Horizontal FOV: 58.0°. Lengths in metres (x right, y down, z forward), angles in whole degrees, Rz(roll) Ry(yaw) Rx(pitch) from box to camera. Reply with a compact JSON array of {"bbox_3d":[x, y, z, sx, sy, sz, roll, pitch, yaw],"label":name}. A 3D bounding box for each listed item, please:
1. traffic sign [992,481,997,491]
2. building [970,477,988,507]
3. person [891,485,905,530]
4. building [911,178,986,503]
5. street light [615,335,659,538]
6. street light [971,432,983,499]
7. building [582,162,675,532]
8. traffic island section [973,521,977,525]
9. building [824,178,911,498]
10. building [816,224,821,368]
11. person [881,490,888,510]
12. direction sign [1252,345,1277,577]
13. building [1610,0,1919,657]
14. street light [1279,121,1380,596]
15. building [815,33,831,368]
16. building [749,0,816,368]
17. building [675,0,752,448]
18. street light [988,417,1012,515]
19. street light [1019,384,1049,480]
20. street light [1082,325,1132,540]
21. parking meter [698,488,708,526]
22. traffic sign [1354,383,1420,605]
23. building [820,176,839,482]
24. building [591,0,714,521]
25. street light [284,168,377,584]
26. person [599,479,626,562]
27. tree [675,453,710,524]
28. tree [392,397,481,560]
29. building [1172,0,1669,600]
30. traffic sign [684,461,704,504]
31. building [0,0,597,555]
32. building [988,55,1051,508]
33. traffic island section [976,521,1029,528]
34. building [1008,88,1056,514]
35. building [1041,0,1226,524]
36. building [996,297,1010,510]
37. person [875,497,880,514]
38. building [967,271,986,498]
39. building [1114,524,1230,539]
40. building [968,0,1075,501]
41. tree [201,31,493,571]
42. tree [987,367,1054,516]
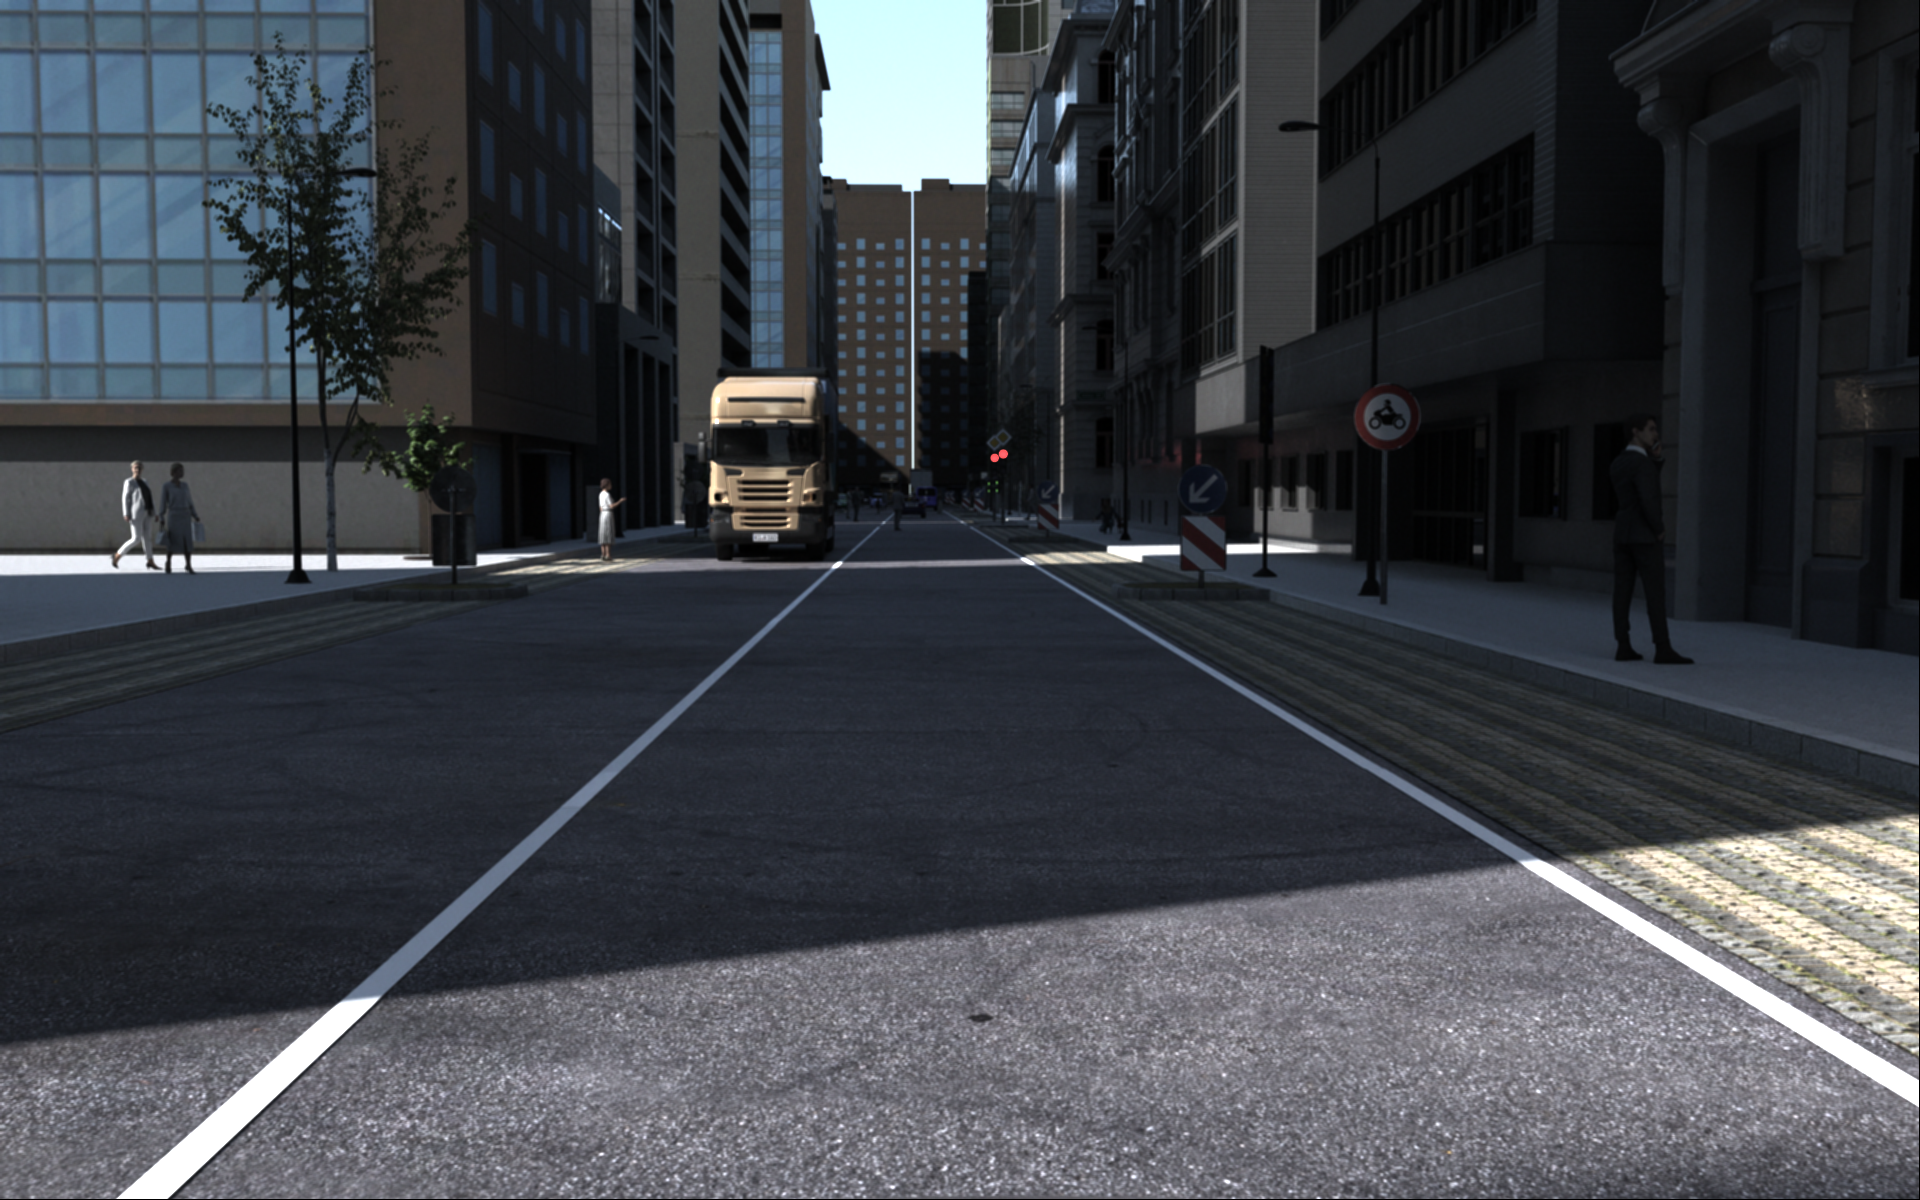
[{"bbox_3d":[2.379,-7.014,116.813,0.606,2.300,0.079,0,3,0],"label":"traffic sign"},{"bbox_3d":[17.296,-30.132,184.540,32.217,40.220,23.993,0,4,-1],"label":"building"},{"bbox_3d":[-2.397,-3.658,68.512,0.606,1.804,0.583,2,4,25],"label":"person"},{"bbox_3d":[0.430,-36.596,248.462,14.200,45.320,14.600,0,4,-1],"label":"building"},{"bbox_3d":[-9.497,-4.786,50.799,1.470,5.913,1.316,0,4,-1],"label":"street light"},{"bbox_3d":[1.804,-9.662,130.509,1.470,5.913,1.316,0,4,-1],"label":"street light"},{"bbox_3d":[-27.029,-45.560,57.575,31.000,86.520,22.319,0,4,-1],"label":"building"},{"bbox_3d":[1.643,-3.642,81.823,2.009,0.180,2.903,0,4,-1],"label":"traffic island section"},{"bbox_3d":[-13.984,-36.603,248.574,14.200,45.320,14.600,0,4,-1],"label":"building"},{"bbox_3d":[-21.654,-24.817,177.460,14.160,30.474,14.107,0,4,-1],"label":"building"},{"bbox_3d":[-6.624,-8.727,151.285,0.635,1.810,0.391,0,4,7],"label":"person"},{"bbox_3d":[4.736,-2.130,26.815,0.379,3.537,0.876,1,4,22],"label":"direction sign"},{"bbox_3d":[13.790,-13.587,8.053,13.634,28.700,20.117,0,4,-1],"label":"building"},{"bbox_3d":[4.661,-3.009,21.731,1.470,5.913,1.316,0,4,-1],"label":"street light"},{"bbox_3d":[-29.554,-37.209,197.598,28.713,52.752,27.495,0,4,-1],"label":"building"},{"bbox_3d":[-19.649,-30.488,148.592,14.600,45.320,14.200,0,4,-1],"label":"building"},{"bbox_3d":[-26.168,-30.337,119.717,21.300,48.544,21.600,0,4,-1],"label":"building"},{"bbox_3d":[2.474,-8.100,104.981,1.470,5.913,1.316,0,4,-1],"label":"street light"},{"bbox_3d":[3.203,-6.169,73.411,1.470,5.913,1.316,0,4,-1],"label":"street light"},{"bbox_3d":[4.049,-4.608,47.888,1.470,5.913,1.316,0,4,-1],"label":"street light"},{"bbox_3d":[-10.202,-3.687,68.696,0.372,1.533,0.369,0,3,0],"label":"parking meter"},{"bbox_3d":[4.927,-1.221,20.072,0.768,2.556,0.104,0,4,-1],"label":"traffic sign"},{"bbox_3d":[-22.816,-33.020,223.478,14.086,41.232,14.154,0,4,-1],"label":"building"},{"bbox_3d":[-23.539,-39.862,89.989,20.563,71.187,20.611,0,4,-1],"label":"building"},{"bbox_3d":[-9.001,-3.196,24.793,1.470,5.913,1.316,0,4,-1],"label":"street light"},{"bbox_3d":[-7.337,-1.673,36.429,0.524,1.755,0.480,-3,4,-38],"label":"person"},{"bbox_3d":[-11.169,-4.891,74.563,1.663,3.219,1.824,0,3,0],"label":"tree"},{"bbox_3d":[-10.468,-2.400,33.840,1.663,3.219,1.824,0,3,0],"label":"tree"},{"bbox_3d":[13.308,-13.098,33.213,14.314,24.678,30.058,0,4,-1],"label":"building"},{"bbox_3d":[-10.177,-4.041,66.178,0.768,2.556,0.104,0,4,3],"label":"traffic sign"},{"bbox_3d":[-17.241,-23.953,41.739,14.600,45.320,14.200,0,4,-1],"label":"building"},{"bbox_3d":[9.605,-29.462,165.301,14.154,41.232,14.086,0,4,-1],"label":"building"},{"bbox_3d":[1.849,-3.154,73.840,2.009,0.180,2.903,0,4,-1],"label":"traffic island section"},{"bbox_3d":[9.757,-21.147,123.246,11.434,29.767,29.804,0,4,-1],"label":"building"},{"bbox_3d":[16.399,-18.441,88.892,23.554,28.519,14.401,0,4,-1],"label":"building"},{"bbox_3d":[8.612,-17.909,147.556,10.420,20.320,16.860,0,4,-1],"label":"building"},{"bbox_3d":[-6.003,-6.909,126.126,0.373,1.253,0.362,3,4,36],"label":"person"},{"bbox_3d":[7.918,-27.728,225.054,14.160,30.474,14.107,0,4,-1],"label":"building"},{"bbox_3d":[12.736,-16.679,60.091,14.401,28.519,23.554,0,4,-1],"label":"building"},{"bbox_3d":[11.518,-46.992,206.572,20.563,71.187,20.611,0,4,-1],"label":"building"},{"bbox_3d":[-10.189,-4.779,28.497,4.737,8.622,4.395,0,3,0],"label":"tree"},{"bbox_3d":[3.472,-9.208,100.921,4.360,8.622,3.978,0,3,0],"label":"tree"}]
